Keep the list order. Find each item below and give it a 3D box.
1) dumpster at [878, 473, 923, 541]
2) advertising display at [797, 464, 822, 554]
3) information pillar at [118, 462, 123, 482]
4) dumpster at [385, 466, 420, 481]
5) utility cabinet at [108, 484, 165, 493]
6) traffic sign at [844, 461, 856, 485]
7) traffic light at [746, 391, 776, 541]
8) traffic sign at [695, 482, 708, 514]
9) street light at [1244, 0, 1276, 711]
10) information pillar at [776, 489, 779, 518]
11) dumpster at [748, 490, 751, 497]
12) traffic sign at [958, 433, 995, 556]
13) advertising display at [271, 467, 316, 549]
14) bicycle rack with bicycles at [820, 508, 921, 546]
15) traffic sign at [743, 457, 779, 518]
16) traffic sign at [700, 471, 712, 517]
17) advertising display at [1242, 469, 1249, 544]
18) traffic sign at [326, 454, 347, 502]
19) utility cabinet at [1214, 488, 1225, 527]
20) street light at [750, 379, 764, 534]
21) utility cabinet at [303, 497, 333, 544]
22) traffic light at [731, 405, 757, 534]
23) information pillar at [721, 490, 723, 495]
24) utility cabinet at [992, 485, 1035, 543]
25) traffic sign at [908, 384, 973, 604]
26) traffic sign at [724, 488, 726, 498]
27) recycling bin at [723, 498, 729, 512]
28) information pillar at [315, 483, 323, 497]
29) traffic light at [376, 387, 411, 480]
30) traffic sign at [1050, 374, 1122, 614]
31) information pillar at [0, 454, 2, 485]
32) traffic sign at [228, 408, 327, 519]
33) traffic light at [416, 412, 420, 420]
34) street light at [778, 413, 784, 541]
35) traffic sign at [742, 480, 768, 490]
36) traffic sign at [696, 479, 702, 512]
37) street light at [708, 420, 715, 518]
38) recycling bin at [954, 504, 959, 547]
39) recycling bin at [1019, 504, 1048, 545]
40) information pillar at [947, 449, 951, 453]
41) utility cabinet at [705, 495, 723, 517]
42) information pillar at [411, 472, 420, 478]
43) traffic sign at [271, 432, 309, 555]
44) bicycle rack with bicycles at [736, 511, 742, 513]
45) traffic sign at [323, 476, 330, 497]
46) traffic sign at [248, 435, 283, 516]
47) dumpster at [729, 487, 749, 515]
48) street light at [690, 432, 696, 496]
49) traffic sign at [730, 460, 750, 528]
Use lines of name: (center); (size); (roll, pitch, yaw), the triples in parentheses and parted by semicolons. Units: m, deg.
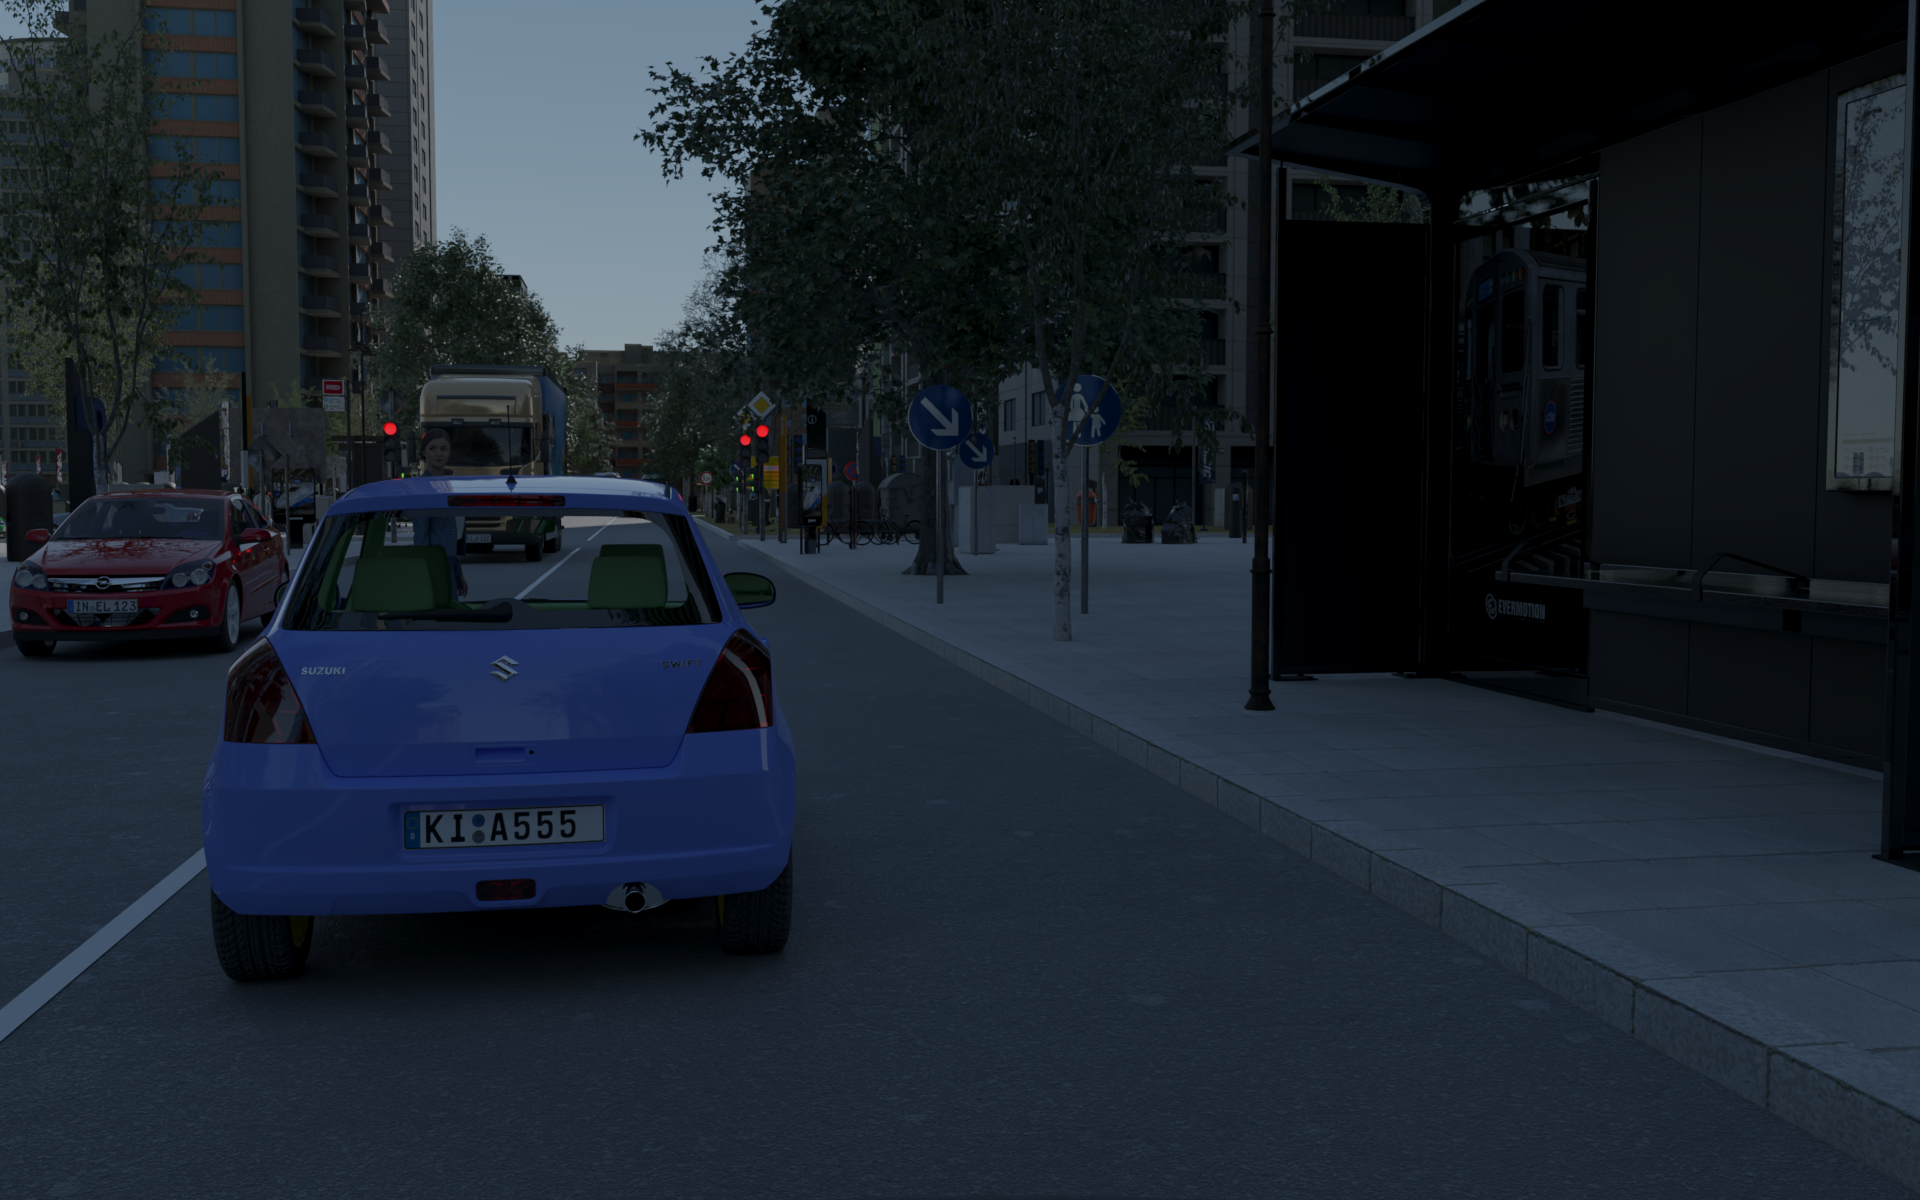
dumpster: (-1.525, -2.570, 47.776); (1.264, 1.857, 1.865); (-1, 4, -10)
advertising display: (-3.219, -1.955, 37.179); (0.123, 1.923, 0.974); (1, 4, 21)
information pillar: (-59.082, -7.987, 121.948); (0.504, 3.616, 0.183); (2, 4, 32)
dumpster: (-18.961, -3.467, 59.179); (1.502, 2.255, 1.985); (-1, 4, -10)
utility cabinet: (-18.051, -1.787, 37.901); (0.318, 1.500, 1.173); (3, 5, 44)
traffic sign: (-4.066, -4.066, 66.583); (0.768, 2.556, 0.104); (-1, 4, -9)
traffic light: (-5.410, -3.562, 47.160); (0.839, 4.253, 0.868); (-1, 4, -10)
traffic sign: (-16.337, -6.716, 109.811); (0.884, 2.594, 0.081); (0, 4, -2)
street light: (1.787, -2.285, 10.151); (0.468, 5.910, 1.993); (-1, 4, -10)
information pillar: (-9.683, -5.418, 93.069); (0.304, 2.012, 0.304); (3, 5, 41)
dumpster: (-14.069, -7.279, 121.500); (1.502, 2.255, 1.985); (-1, 4, -10)
traffic sign: (0.336, -2.197, 36.026); (0.768, 2.556, 0.104); (-1, 4, -8)
advertising display: (-15.584, -2.159, 40.519); (0.974, 1.923, 0.123); (-2, 4, -34)
bicycle rack with bicycles: (-2.317, -1.878, 44.084); (2.925, 0.926, 2.852); (0, 4, -2)
traffic sign: (-10.399, -6.014, 92.208); (2.265, 3.308, 0.079); (0, 4, -6)
traffic sign: (-14.158, -5.917, 96.842); (0.768, 2.556, 0.104); (0, 4, -2)
advertising display: (7.449, -2.449, 45.256); (0.123, 1.923, 0.974); (1, 4, 12)
traffic sign: (-20.037, -3.388, 55.494); (0.768, 2.556, 0.104); (0, 4, -5)
utility cabinet: (10.162, -3.566, 66.985); (0.318, 1.500, 1.173); (2, 4, 28)
street light: (-6.512, -5.081, 55.855); (0.468, 5.910, 1.993); (-1, 4, -10)
utility cabinet: (-16.637, -2.037, 44.461); (1.020, 1.237, 0.306); (0, 4, 2)
traffic light: (-6.841, -4.043, 55.017); (0.839, 4.253, 0.868); (-1, 4, -10)
information pillar: (-17.662, -8.365, 128.123); (0.183, 3.616, 0.504); (1, 4, 20)
utility cabinet: (1.328, -2.215, 44.889); (1.173, 1.500, 0.318); (-1, 4, -19)
traffic sign: (-0.232, -1.231, 20.226); (0.768, 2.556, 0.104); (0, 4, -7)
traffic sign: (-17.650, -7.951, 130.110); (0.768, 2.556, 0.104); (-1, 4, -9)
recycling bin: (-17.410, -7.014, 127.236); (0.722, 1.027, 0.722); (0, 4, 4)
information pillar: (-25.029, -3.859, 67.594); (0.304, 2.012, 0.304); (1, 4, 18)
traffic light: (-14.864, -3.456, 45.429); (0.839, 4.253, 0.868); (-1, 4, -10)
traffic sign: (1.336, -1.125, 18.493); (0.768, 2.556, 0.104); (0, 4, -1)
information pillar: (-56.903, -6.806, 102.625); (0.504, 3.616, 0.183); (2, 4, 27)
traffic sign: (-16.104, -2.873, 40.848); (2.265, 3.308, 0.079); (0, 4, -4)
traffic light: (-16.295, -3.937, 53.285); (0.839, 4.253, 0.868); (-1, 4, -10)
street light: (-4.870, -4.532, 46.889); (0.468, 5.910, 1.993); (-1, 4, -10)
traffic sign: (-13.629, -7.341, 113.906); (2.265, 3.308, 0.079); (0, 4, -6)
traffic sign: (-18.439, -7.552, 123.587); (0.768, 2.556, 0.104); (0, 4, -8)
street light: (-13.255, -7.330, 92.627); (0.468, 5.910, 1.993); (-1, 4, -10)
recycling bin: (0.136, -1.820, 42.310); (0.722, 1.027, 0.722); (2, 4, 25)
recycling bin: (1.862, -1.914, 43.853); (0.722, 1.027, 0.722); (0, 4, 3)
information pillar: (-0.469, -4.829, 70.305); (0.183, 3.616, 0.504); (-3, 4, -38)
utility cabinet: (-14.086, -5.379, 99.106); (1.020, 1.237, 0.306); (0, 4, -4)
information pillar: (-18.066, -3.260, 57.801); (0.304, 2.012, 0.304); (2, 4, 35)
traffic sign: (-14.026, -2.209, 36.115); (0.884, 2.594, 0.081); (0, 4, -8)
bicycle rack with bicycles: (-13.654, -6.278, 116.029); (2.852, 0.926, 2.925); (1, 4, 13)
traffic sign: (-21.433, -3.567, 58.420); (0.768, 2.556, 0.104); (0, 4, -3)
traffic sign: (-13.686, -2.006, 33.981); (0.795, 2.450, 0.064); (0, 4, -4)
dumpster: (-13.951, -6.338, 109.390); (1.264, 1.857, 1.865); (-1, 4, -10)
street light: (-19.737, -9.515, 128.351); (0.468, 5.910, 1.993); (-1, 4, -10)
traffic sign: (-8.262, -3.976, 65.121); (0.768, 2.556, 0.104); (0, 4, -8)
